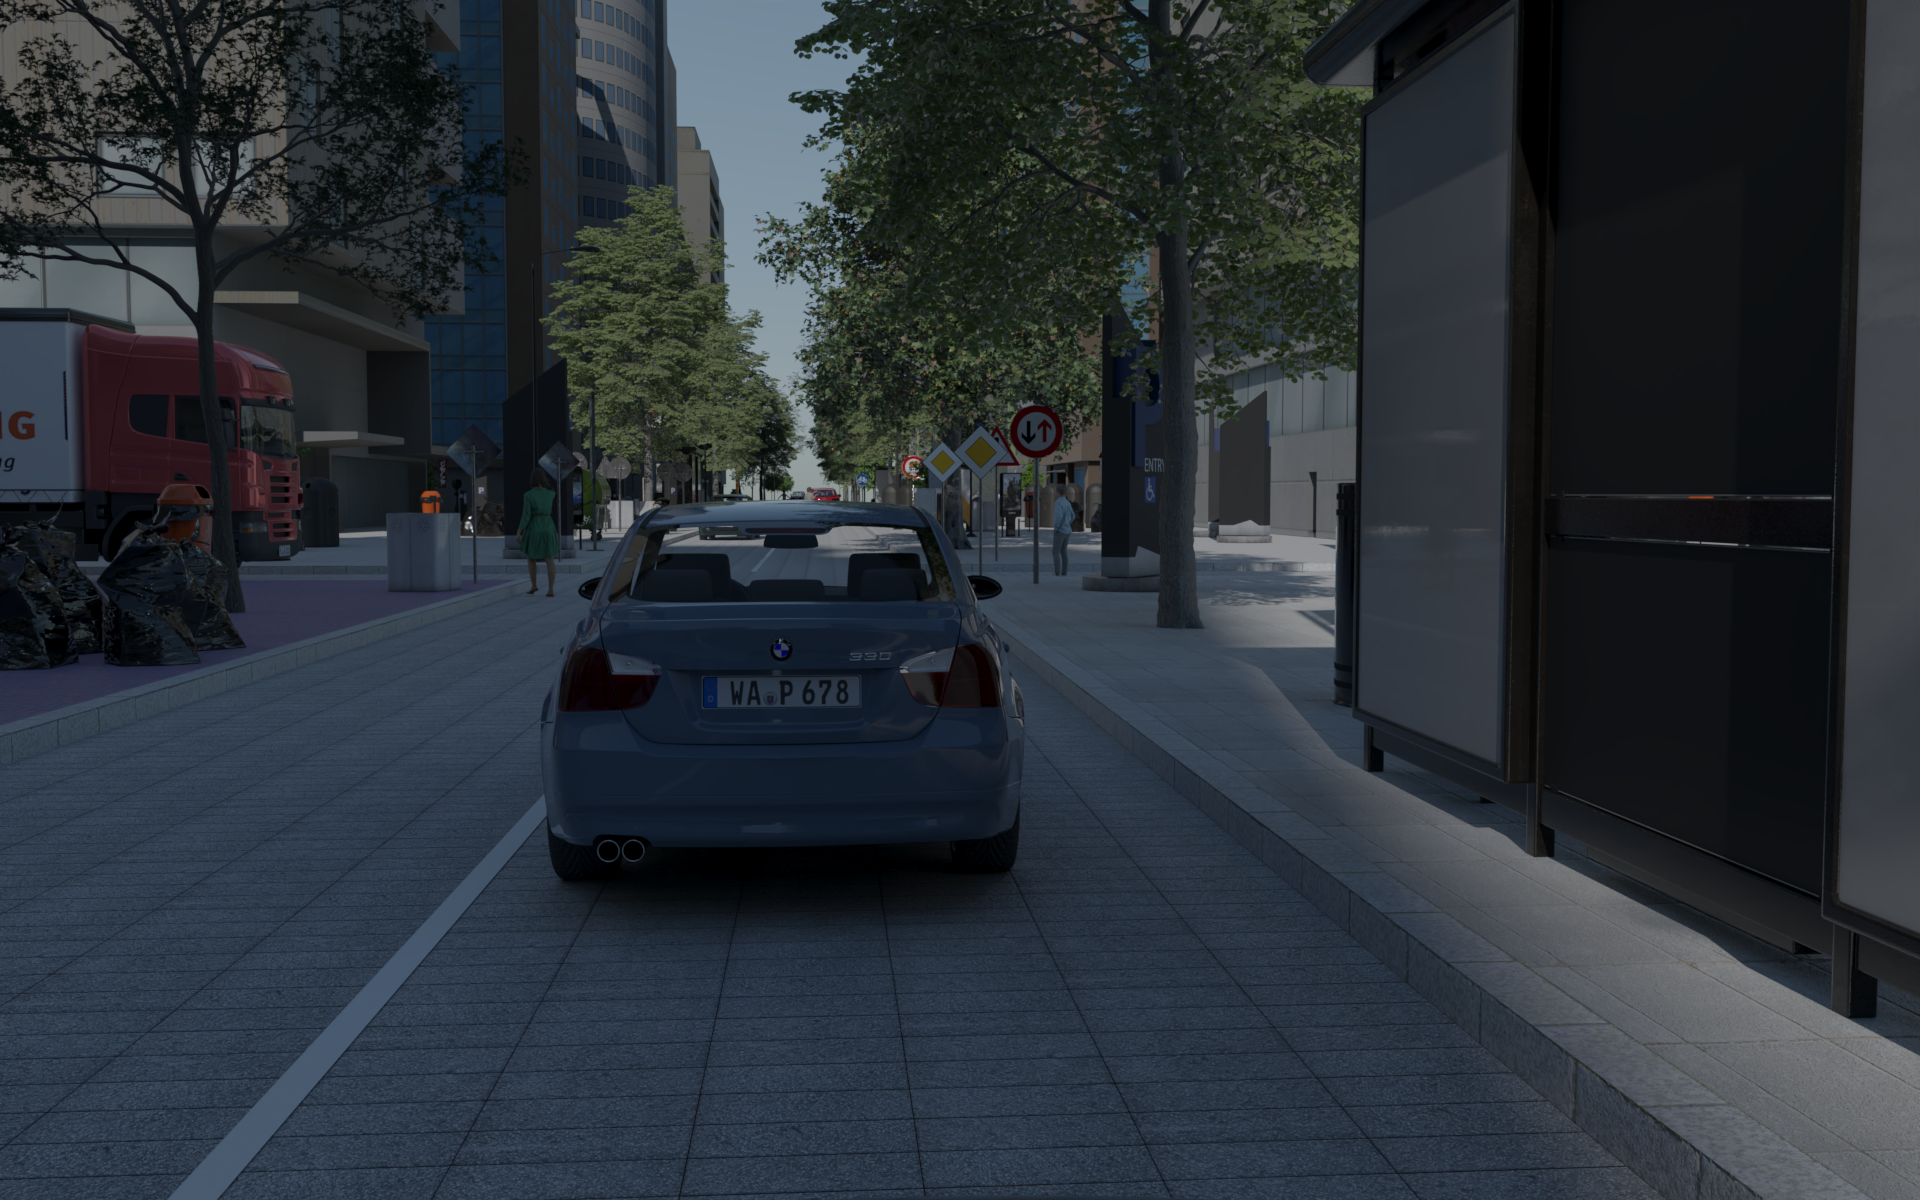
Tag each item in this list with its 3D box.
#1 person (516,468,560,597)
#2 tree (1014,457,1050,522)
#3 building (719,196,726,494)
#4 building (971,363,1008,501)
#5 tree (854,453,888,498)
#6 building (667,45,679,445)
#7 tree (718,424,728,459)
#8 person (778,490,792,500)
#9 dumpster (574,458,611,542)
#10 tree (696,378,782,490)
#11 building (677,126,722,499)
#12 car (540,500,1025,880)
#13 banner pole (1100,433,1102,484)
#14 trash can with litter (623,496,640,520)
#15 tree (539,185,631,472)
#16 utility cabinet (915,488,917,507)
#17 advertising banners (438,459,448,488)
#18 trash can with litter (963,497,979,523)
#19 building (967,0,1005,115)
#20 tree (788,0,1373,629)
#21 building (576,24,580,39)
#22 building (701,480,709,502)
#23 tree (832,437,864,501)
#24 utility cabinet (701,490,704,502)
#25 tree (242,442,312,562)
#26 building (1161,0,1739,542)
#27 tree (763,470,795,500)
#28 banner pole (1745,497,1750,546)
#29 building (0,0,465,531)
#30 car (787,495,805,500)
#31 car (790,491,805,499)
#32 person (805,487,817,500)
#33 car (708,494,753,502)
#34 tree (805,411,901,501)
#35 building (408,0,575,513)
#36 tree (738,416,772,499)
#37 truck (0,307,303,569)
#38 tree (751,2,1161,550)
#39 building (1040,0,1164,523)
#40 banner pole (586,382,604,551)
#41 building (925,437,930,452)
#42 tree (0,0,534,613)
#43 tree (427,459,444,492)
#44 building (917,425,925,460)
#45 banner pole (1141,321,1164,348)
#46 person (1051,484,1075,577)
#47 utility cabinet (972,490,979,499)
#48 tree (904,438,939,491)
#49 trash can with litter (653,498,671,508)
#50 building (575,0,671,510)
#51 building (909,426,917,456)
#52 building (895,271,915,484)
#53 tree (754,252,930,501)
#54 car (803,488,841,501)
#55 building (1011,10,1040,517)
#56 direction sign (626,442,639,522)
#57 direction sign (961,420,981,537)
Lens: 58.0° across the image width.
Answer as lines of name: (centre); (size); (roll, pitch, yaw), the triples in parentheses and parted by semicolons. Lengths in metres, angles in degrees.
person: (-5.877, -0.946, 24.217); (0.600, 1.795, 0.529); (-3, 5, -45)
tree: (3.243, -5.221, 79.967); (1.663, 3.219, 1.824); (0, 3, 0)
building: (-41.155, -36.653, 249.394); (14.600, 45.320, 14.200); (0, 4, -5)
building: (12.023, -49.663, 124.662); (22.319, 86.520, 31.000); (0, 4, -5)
tree: (-6.639, -9.105, 132.577); (4.285, 4.588, 4.351); (0, 3, 0)
building: (-34.516, -31.545, 165.870); (14.600, 45.320, 14.200); (0, 4, -5)
tree: (-20.690, -16.646, 182.535); (12.009, 13.543, 11.850); (0, 3, 0)
person: (-13.687, -7.697, 135.126); (1.217, 1.735, 0.721); (1, 4, 15)
dumpster: (-10.339, -2.721, 46.982); (1.502, 2.255, 1.985); (0, 4, -4)
tree: (-16.857, -11.995, 130.537); (7.601, 10.594, 8.767); (1, 4, 10)
building: (-43.341, -37.156, 231.199); (21.300, 48.544, 21.600); (0, 4, -5)
car: (-0.758, 0.259, 7.775); (2.014, 1.417, 4.499); (0, 4, -5)
banner pole: (5.902, -4.994, 71.676); (0.401, 3.779, 0.863); (1, 4, 22)
trash can with litter: (-16.043, -4.500, 84.963); (1.055, 1.170, 0.624); (2, 4, 33)
tree: (-11.508, -8.898, 63.602); (7.486, 12.596, 7.792); (0, 3, 0)
utility cabinet: (-1.244, -3.776, 70.423); (0.318, 1.500, 1.173); (3, 5, 44)
advertising banners: (-24.509, -5.117, 79.855); (2.074, 3.025, 0.090); (1, 4, 13)
trash can with litter: (0.474, -4.032, 77.314); (1.055, 1.170, 0.624); (-2, 4, -33)
building: (9.551, -32.309, 151.959); (21.300, 48.544, 21.600); (0, 4, -5)
tree: (1.800, -5.988, 16.037); (7.486, 12.596, 7.792); (0, 3, 0)
building: (-39.596, -26.004, 117.053); (32.217, 40.220, 23.993); (0, 4, -5)
building: (-46.988, -31.584, 208.284); (32.217, 40.220, 23.993); (0, 4, -5)
tree: (-10.529, -13.670, 173.869); (4.737, 8.622, 4.395); (0, 3, 0)
utility cabinet: (-12.538, -4.575, 83.477); (0.318, 1.500, 1.173); (-2, 4, -28)
tree: (-13.546, -2.372, 33.377); (1.663, 3.219, 1.824); (0, 3, 0)
building: (22.062, -28.577, 56.474); (27.495, 52.752, 28.713); (0, 4, -5)
tree: (-26.667, -17.115, 263.541); (4.285, 4.588, 4.351); (0, 3, 0)
banner pole: (15.960, -2.764, 35.208); (0.401, 3.779, 0.863); (0, 4, 5)
building: (-32.861, -28.695, 58.405); (28.713, 52.752, 27.495); (0, 4, -5)
car: (-16.370, -9.848, 173.594); (1.945, 1.354, 3.894); (0, 4, -4)
car: (-20.810, -13.153, 223.717); (2.281, 1.827, 5.304); (0, 4, -6)
person: (-7.155, -4.589, 83.895); (0.716, 1.782, 0.532); (2, 4, 28)
car: (-7.308, -2.769, 55.065); (2.009, 1.686, 4.222); (0, 4, -3)
tree: (-12.244, -17.805, 197.764); (9.857, 13.997, 8.962); (0, 3, 0)
building: (-29.636, -27.388, 97.901); (14.600, 45.320, 14.200); (0, 4, -5)
tree: (-18.276, -12.249, 150.626); (4.360, 8.622, 3.978); (0, 3, 0)
truck: (-15.689, -2.340, 27.167); (11.283, 4.237, 2.839); (0, 4, -3)
tree: (-0.106, -7.515, 39.873); (9.611, 12.733, 9.660); (0, 3, 0)
building: (11.465, -26.275, 79.708); (14.600, 45.320, 14.200); (0, 4, -5)
banner pole: (-8.211, -2.977, 38.694); (0.401, 3.779, 0.863); (0, 4, -4)
building: (4.361, -29.727, 169.636); (14.154, 41.232, 14.086); (0, 4, -5)
tree: (-8.236, -5.135, 18.372); (7.601, 10.594, 8.767); (-1, 4, -20)
tree: (-24.054, -5.115, 78.230); (1.663, 3.219, 1.824); (0, 3, 0)
building: (1.700, -32.134, 208.981); (14.154, 41.232, 14.086); (0, 4, -5)
banner pole: (2.723, -2.124, 24.741); (0.863, 3.779, 0.401); (0, 4, -4)
person: (1.690, -1.138, 28.925); (0.330, 1.601, 0.589); (3, 5, 40)
utility cabinet: (0.533, -5.391, 96.825); (1.173, 1.500, 0.318); (2, 4, 26)
tree: (-0.792, -3.610, 53.627); (1.663, 3.219, 1.824); (0, 3, 0)
trash can with litter: (-9.554, -2.666, 54.971); (0.624, 1.170, 1.055); (-2, 4, -24)
building: (-35.981, -36.801, 143.692); (21.231, 58.520, 28.212); (0, 4, -5)
building: (4.362, -37.409, 231.252); (23.786, 49.044, 30.456); (0, 4, -5)
building: (1.365, -38.760, 257.422); (21.300, 48.544, 21.600); (0, 4, -5)
tree: (-3.392, -10.692, 85.187); (12.009, 13.543, 11.850); (0, 3, 0)
car: (-8.203, -5.795, 103.419); (2.281, 1.827, 5.304); (0, 4, -7)
building: (9.629, -25.582, 101.858); (14.154, 41.232, 14.086); (0, 4, -5)
direction sign: (-13.170, -4.749, 69.644); (0.379, 3.537, 0.876); (1, 4, 22)
direction sign: (0.328, -3.653, 51.723); (0.876, 3.537, 0.379); (-1, 4, -19)
